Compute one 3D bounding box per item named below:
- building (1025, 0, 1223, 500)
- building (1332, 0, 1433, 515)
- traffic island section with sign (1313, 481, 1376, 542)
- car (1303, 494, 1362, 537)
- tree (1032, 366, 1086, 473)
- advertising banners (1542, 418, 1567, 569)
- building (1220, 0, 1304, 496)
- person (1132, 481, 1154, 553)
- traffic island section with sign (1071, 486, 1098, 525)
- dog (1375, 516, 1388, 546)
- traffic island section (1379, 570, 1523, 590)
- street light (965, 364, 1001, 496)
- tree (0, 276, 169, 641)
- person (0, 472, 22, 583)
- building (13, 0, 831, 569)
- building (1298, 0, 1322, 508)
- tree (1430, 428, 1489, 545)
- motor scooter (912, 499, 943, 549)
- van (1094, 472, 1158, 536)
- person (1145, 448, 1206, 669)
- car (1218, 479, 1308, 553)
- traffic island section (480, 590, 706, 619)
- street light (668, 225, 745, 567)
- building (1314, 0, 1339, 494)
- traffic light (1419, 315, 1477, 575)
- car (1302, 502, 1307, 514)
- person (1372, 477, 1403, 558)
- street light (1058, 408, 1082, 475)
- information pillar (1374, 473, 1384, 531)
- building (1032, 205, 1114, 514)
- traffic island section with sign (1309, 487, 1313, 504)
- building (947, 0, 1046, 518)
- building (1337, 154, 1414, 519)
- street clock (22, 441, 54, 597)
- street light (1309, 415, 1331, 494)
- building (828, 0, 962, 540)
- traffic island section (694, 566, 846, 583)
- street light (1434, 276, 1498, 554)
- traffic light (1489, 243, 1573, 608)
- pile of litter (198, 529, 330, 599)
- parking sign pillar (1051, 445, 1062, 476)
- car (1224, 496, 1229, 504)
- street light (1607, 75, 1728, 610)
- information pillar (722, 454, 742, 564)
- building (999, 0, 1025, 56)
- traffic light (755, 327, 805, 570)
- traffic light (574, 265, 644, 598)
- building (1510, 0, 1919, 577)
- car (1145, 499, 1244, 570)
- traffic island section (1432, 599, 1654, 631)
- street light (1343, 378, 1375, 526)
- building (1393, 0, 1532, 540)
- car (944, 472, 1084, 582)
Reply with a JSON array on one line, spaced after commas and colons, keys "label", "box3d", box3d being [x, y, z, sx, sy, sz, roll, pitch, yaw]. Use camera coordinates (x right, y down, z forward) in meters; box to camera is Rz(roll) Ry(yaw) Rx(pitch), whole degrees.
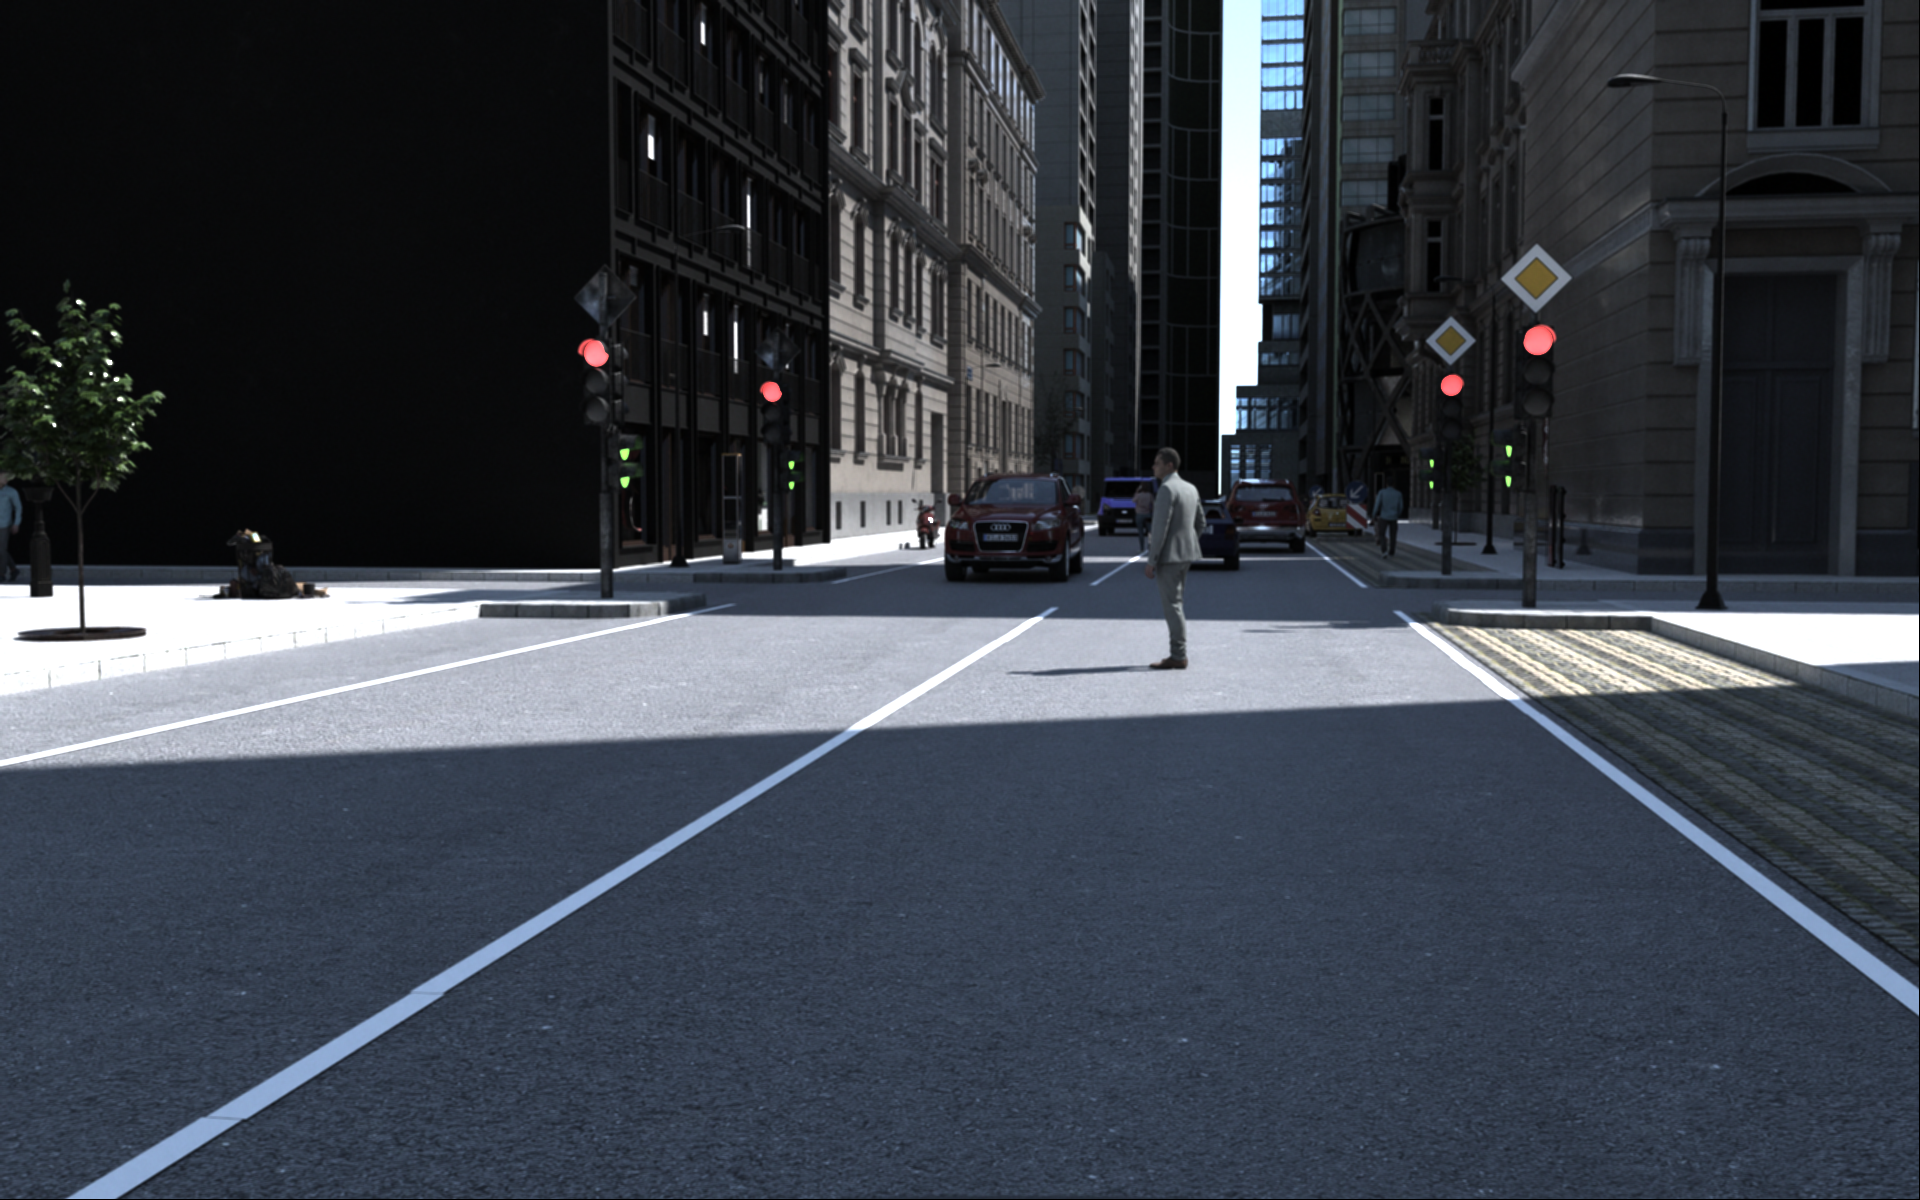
[{"label": "building", "box3d": [19.125, -46.338, 195.880, 20.611, 71.187, 20.563, 1, 4, 9]}, {"label": "building", "box3d": [30.898, -26.058, 109.647, 14.154, 41.232, 14.086, 1, 4, 9]}, {"label": "traffic island section with sign", "box3d": [11.722, -2.648, 51.919, 1.989, 1.847, 2.006, 1, 4, 9]}, {"label": "car", "box3d": [12.496, -2.928, 58.096, 2.015, 1.641, 3.980, 0, 4, 8]}, {"label": "tree", "box3d": [4.986, -9.075, 98.739, 4.360, 8.622, 3.978, 0, 3, 0]}, {"label": "advertising banners", "box3d": [10.452, -2.100, 30.517, 0.090, 3.025, 2.074, 1, 4, 9]}, {"label": "building", "box3d": [45.075, -53.789, 192.113, 31.000, 86.520, 22.319, 1, 4, 9]}, {"label": "person", "box3d": [4.508, -1.996, 41.720, 0.593, 1.750, 0.643, -1, 4, -21]}, {"label": "traffic island section with sign", "box3d": [5.534, -4.394, 80.469, 1.989, 1.847, 2.006, 1, 4, 9]}, {"label": "dog", "box3d": [11.585, -1.907, 48.016, 0.513, 0.831, 0.800, 3, 5, 41]}, {"label": "traffic island section", "box3d": [7.750, -0.320, 27.519, 2.009, 0.180, 2.903, 1, 4, 9]}, {"label": "street light", "box3d": [0.766, -5.463, 61.856, 1.470, 5.913, 1.316, 1, 4, 9]}, {"label": "tree", "box3d": [-7.944, -1.285, 15.604, 1.663, 3.219, 1.824, 0, 3, 0]}, {"label": "person", "box3d": [-15.447, -1.204, 28.055, 0.638, 1.841, 0.748, 1, 4, 18]}, {"label": "building", "box3d": [-10.710, -12.720, 37.644, 12.332, 23.373, 15.834, 1, 4, 9]}, {"label": "building", "box3d": [43.176, -32.946, 162.373, 21.300, 48.544, 21.600, 1, 4, 9]}, {"label": "tree", "box3d": [12.654, -3.001, 43.674, 1.663, 3.219, 1.824, 0, 3, 0]}, {"label": "motor scooter", "box3d": [-0.839, -2.005, 45.566, 0.815, 1.314, 1.986, 0, 4, 8]}, {"label": "van", "box3d": [5.989, -3.466, 61.058, 2.240, 2.365, 5.245, 1, 4, 10]}, {"label": "person", "box3d": [1.755, -0.345, 14.242, 0.391, 1.810, 0.635, 2, 4, 26]}, {"label": "car", "box3d": [7.684, -2.157, 43.944, 2.281, 1.827, 5.304, 1, 4, 9]}, {"label": "traffic island section", "box3d": [-4.377, 0.054, 21.393, 2.009, 0.180, 2.903, 1, 4, 9]}, {"label": "street light", "box3d": [-4.403, -3.524, 30.166, 1.470, 5.913, 1.316, 1, 4, 9]}, {"label": "building", "box3d": [33.072, -28.985, 124.009, 14.600, 45.320, 14.200, 1, 4, 9]}, {"label": "traffic light", "box3d": [7.712, -2.354, 27.411, 0.839, 4.253, 0.868, 1, 4, 9]}, {"label": "car", "box3d": [20.087, -5.654, 105.024, 1.945, 1.354, 3.894, 1, 4, 9]}, {"label": "person", "box3d": [9.511, -1.832, 38.467, 0.660, 1.820, 0.620, 0, 4, -2]}, {"label": "street light", "box3d": [5.900, -7.401, 93.552, 1.470, 5.913, 1.316, 1, 4, 9]}, {"label": "information pillar", "box3d": [14.545, -3.402, 60.116, 0.304, 2.012, 0.304, 1, 4, 11]}, {"label": "building", "box3d": [-4.206, -16.832, 120.245, 27.650, 21.520, 28.899, 1, 4, 9]}, {"label": "traffic island section with sign", "box3d": [16.027, -4.275, 78.530, 1.989, 1.847, 2.006, 1, 4, 9]}, {"label": "building", "box3d": [-3.514, -17.372, 81.296, 12.463, 27.353, 25.104, 1, 4, 9]}, {"label": "building", "box3d": [28.578, -13.718, 91.739, 16.820, 18.784, 16.811, 1, 4, 9]}, {"label": "street clock", "box3d": [-11.473, -1.040, 21.577, 0.471, 2.002, 0.358, 2, 4, 34]}, {"label": "street light", "box3d": [21.077, -7.880, 101.377, 1.470, 5.913, 1.316, 1, 4, 9]}, {"label": "building", "box3d": [-8.294, -16.509, 57.306, 14.401, 28.519, 23.554, 1, 4, 9]}, {"label": "traffic island section", "box3d": [-3.100, -0.428, 29.275, 2.009, 0.180, 2.903, 1, 4, 9]}, {"label": "street light", "box3d": [10.791, -3.941, 36.973, 1.470, 5.913, 1.316, 1, 4, 9]}, {"label": "traffic light", "box3d": [6.434, -1.872, 19.528, 0.839, 4.253, 0.868, 1, 4, 9]}, {"label": "pile of litter", "box3d": [-8.664, -0.466, 21.591, 1.719, 0.858, 1.176, 2, 4, 32]}, {"label": "parking sign pillar", "box3d": [5.310, -6.527, 95.186, 1.447, 3.967, 1.447, 1, 4, 12]}, {"label": "car", "box3d": [16.906, -5.724, 106.168, 1.945, 1.354, 3.894, 1, 4, 9]}, {"label": "street light", "box3d": [7.872, -2.859, 19.284, 1.470, 5.913, 1.316, 1, 4, 9]}, {"label": "information pillar", "box3d": [-4.185, -1.670, 31.793, 0.304, 2.012, 0.304, 0, 4, 4]}, {"label": "building", "box3d": [6.903, -44.617, 167.746, 20.611, 71.187, 20.563, 1, 4, 9]}, {"label": "traffic light", "box3d": [-3.062, -2.460, 29.134, 0.839, 4.253, 0.868, 1, 4, 9]}, {"label": "traffic light", "box3d": [-4.339, -1.977, 21.252, 0.839, 4.253, 0.868, 1, 4, 9]}, {"label": "building", "box3d": [21.345, -15.003, 31.202, 20.117, 28.700, 13.634, 1, 4, 9]}, {"label": "car", "box3d": [4.600, -1.312, 34.040, 1.945, 1.354, 3.894, 0, 4, 8]}, {"label": "traffic island section", "box3d": [6.472, 0.162, 19.636, 2.009, 0.180, 2.903, 1, 4, 9]}, {"label": "street light", "box3d": [16.011, -5.920, 69.338, 1.470, 5.913, 1.316, 1, 4, 9]}, {"label": "building", "box3d": [22.713, -14.748, 60.222, 14.460, 24.649, 34.723, 1, 4, 9]}, {"label": "car", "box3d": [1.015, -1.311, 30.111, 2.281, 1.827, 5.304, 1, 4, 8]}]
